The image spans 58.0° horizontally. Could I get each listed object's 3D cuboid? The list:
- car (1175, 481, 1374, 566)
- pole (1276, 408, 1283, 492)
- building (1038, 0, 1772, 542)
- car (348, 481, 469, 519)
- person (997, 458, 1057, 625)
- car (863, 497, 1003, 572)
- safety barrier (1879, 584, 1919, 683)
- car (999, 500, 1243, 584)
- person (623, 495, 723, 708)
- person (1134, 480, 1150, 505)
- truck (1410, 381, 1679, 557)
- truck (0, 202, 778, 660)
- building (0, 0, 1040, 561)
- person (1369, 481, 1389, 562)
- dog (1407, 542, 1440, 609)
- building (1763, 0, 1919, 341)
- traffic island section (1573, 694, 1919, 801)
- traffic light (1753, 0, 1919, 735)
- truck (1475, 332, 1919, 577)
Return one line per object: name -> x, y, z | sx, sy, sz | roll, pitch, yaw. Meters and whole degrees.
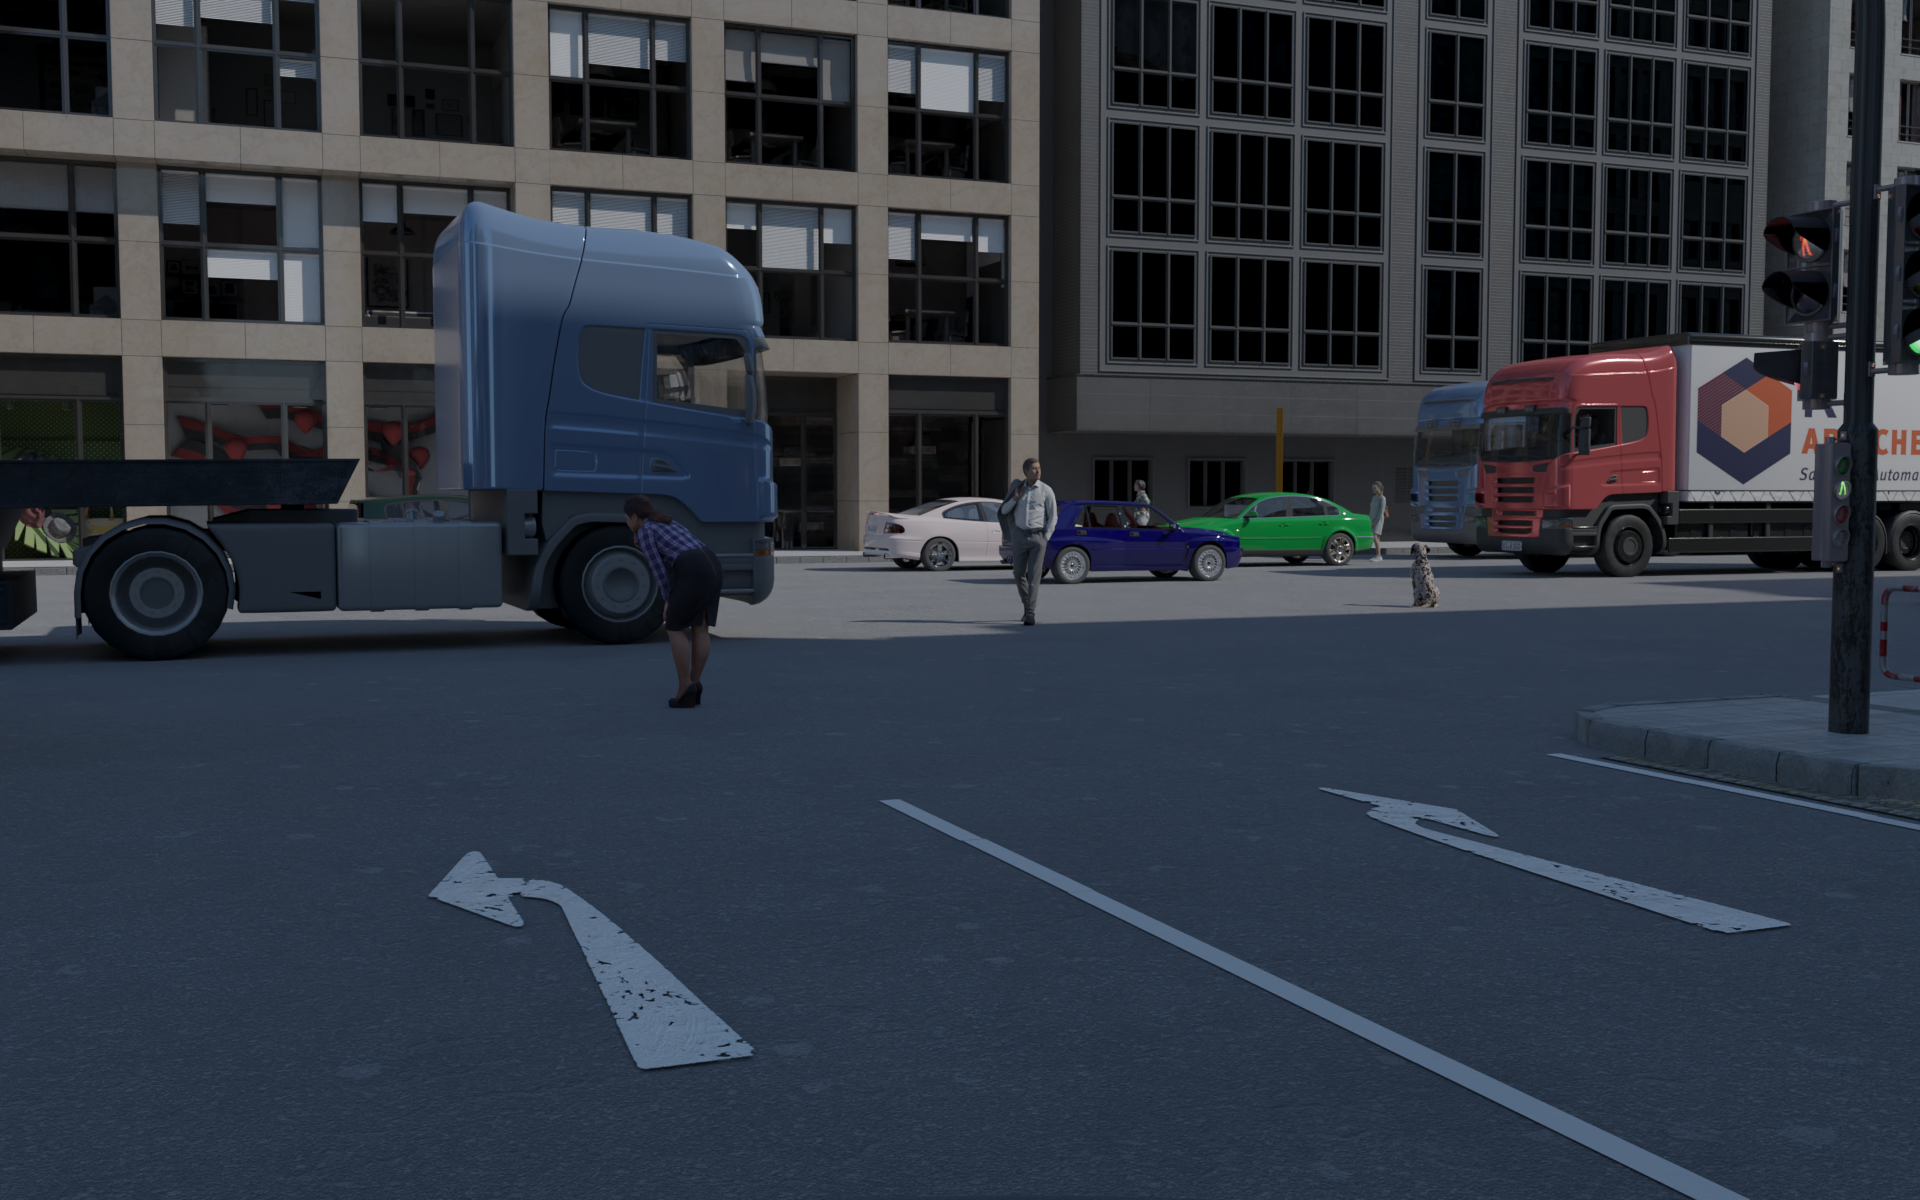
car -> 6.001, -1.589, 34.770 | 4.718, 1.807, 1.959 | -1, 4, -21
pole -> 7.542, -2.880, 40.929 | 0.158, 3.312, 0.155 | 0, 3, 0
building -> 10.166, -15.751, 51.034 | 24.014, 27.812, 14.314 | -1, 4, -22
car -> -7.866, -1.084, 27.512 | 4.222, 1.686, 2.009 | -1, 4, -20
person -> 0.739, -0.647, 19.173 | 0.679, 1.850, 0.850 | 1, 4, 13
car -> 0.520, -1.282, 33.318 | 4.827, 1.381, 2.083 | -1, 4, -22
safety barrier -> 6.019, 0.237, 10.405 | 0.300, 0.817, 1.120 | -1, 4, -22
car -> 2.684, -0.987, 28.719 | 3.894, 1.354, 1.945 | -1, 4, -22
person -> -1.941, 0.004, 11.663 | 0.697, 1.427, 0.421 | 1, 4, 19
person -> 3.952, -1.733, 37.559 | 0.376, 1.734, 0.841 | 1, 4, 13
truck -> 18.641, -3.182, 41.784 | 18.799, 4.110, 2.967 | -2, 4, -23
truck -> -10.169, -1.517, 14.564 | 18.799, 4.110, 2.967 | -2, 4, -24
building -> -17.547, -14.527, 42.031 | 34.151, 26.468, 19.350 | -1, 4, -22
person -> 8.881, -1.674, 36.874 | 0.522, 1.701, 0.512 | -1, 4, -21
dog -> 5.805, -0.312, 21.938 | 0.513, 0.831, 0.800 | 3, 4, 38
building -> 30.360, -12.374, 57.073 | 16.860, 20.320, 10.420 | -1, 4, -22
traffic island section -> 4.796, 0.790, 9.361 | 2.009, 0.180, 2.903 | -1, 4, -22
traffic light -> 2.851, -2.057, 8.308 | 4.771, 5.953, 1.251 | -1, 4, -22
truck -> 14.237, -2.633, 31.969 | 11.283, 4.237, 2.839 | -1, 4, -22
